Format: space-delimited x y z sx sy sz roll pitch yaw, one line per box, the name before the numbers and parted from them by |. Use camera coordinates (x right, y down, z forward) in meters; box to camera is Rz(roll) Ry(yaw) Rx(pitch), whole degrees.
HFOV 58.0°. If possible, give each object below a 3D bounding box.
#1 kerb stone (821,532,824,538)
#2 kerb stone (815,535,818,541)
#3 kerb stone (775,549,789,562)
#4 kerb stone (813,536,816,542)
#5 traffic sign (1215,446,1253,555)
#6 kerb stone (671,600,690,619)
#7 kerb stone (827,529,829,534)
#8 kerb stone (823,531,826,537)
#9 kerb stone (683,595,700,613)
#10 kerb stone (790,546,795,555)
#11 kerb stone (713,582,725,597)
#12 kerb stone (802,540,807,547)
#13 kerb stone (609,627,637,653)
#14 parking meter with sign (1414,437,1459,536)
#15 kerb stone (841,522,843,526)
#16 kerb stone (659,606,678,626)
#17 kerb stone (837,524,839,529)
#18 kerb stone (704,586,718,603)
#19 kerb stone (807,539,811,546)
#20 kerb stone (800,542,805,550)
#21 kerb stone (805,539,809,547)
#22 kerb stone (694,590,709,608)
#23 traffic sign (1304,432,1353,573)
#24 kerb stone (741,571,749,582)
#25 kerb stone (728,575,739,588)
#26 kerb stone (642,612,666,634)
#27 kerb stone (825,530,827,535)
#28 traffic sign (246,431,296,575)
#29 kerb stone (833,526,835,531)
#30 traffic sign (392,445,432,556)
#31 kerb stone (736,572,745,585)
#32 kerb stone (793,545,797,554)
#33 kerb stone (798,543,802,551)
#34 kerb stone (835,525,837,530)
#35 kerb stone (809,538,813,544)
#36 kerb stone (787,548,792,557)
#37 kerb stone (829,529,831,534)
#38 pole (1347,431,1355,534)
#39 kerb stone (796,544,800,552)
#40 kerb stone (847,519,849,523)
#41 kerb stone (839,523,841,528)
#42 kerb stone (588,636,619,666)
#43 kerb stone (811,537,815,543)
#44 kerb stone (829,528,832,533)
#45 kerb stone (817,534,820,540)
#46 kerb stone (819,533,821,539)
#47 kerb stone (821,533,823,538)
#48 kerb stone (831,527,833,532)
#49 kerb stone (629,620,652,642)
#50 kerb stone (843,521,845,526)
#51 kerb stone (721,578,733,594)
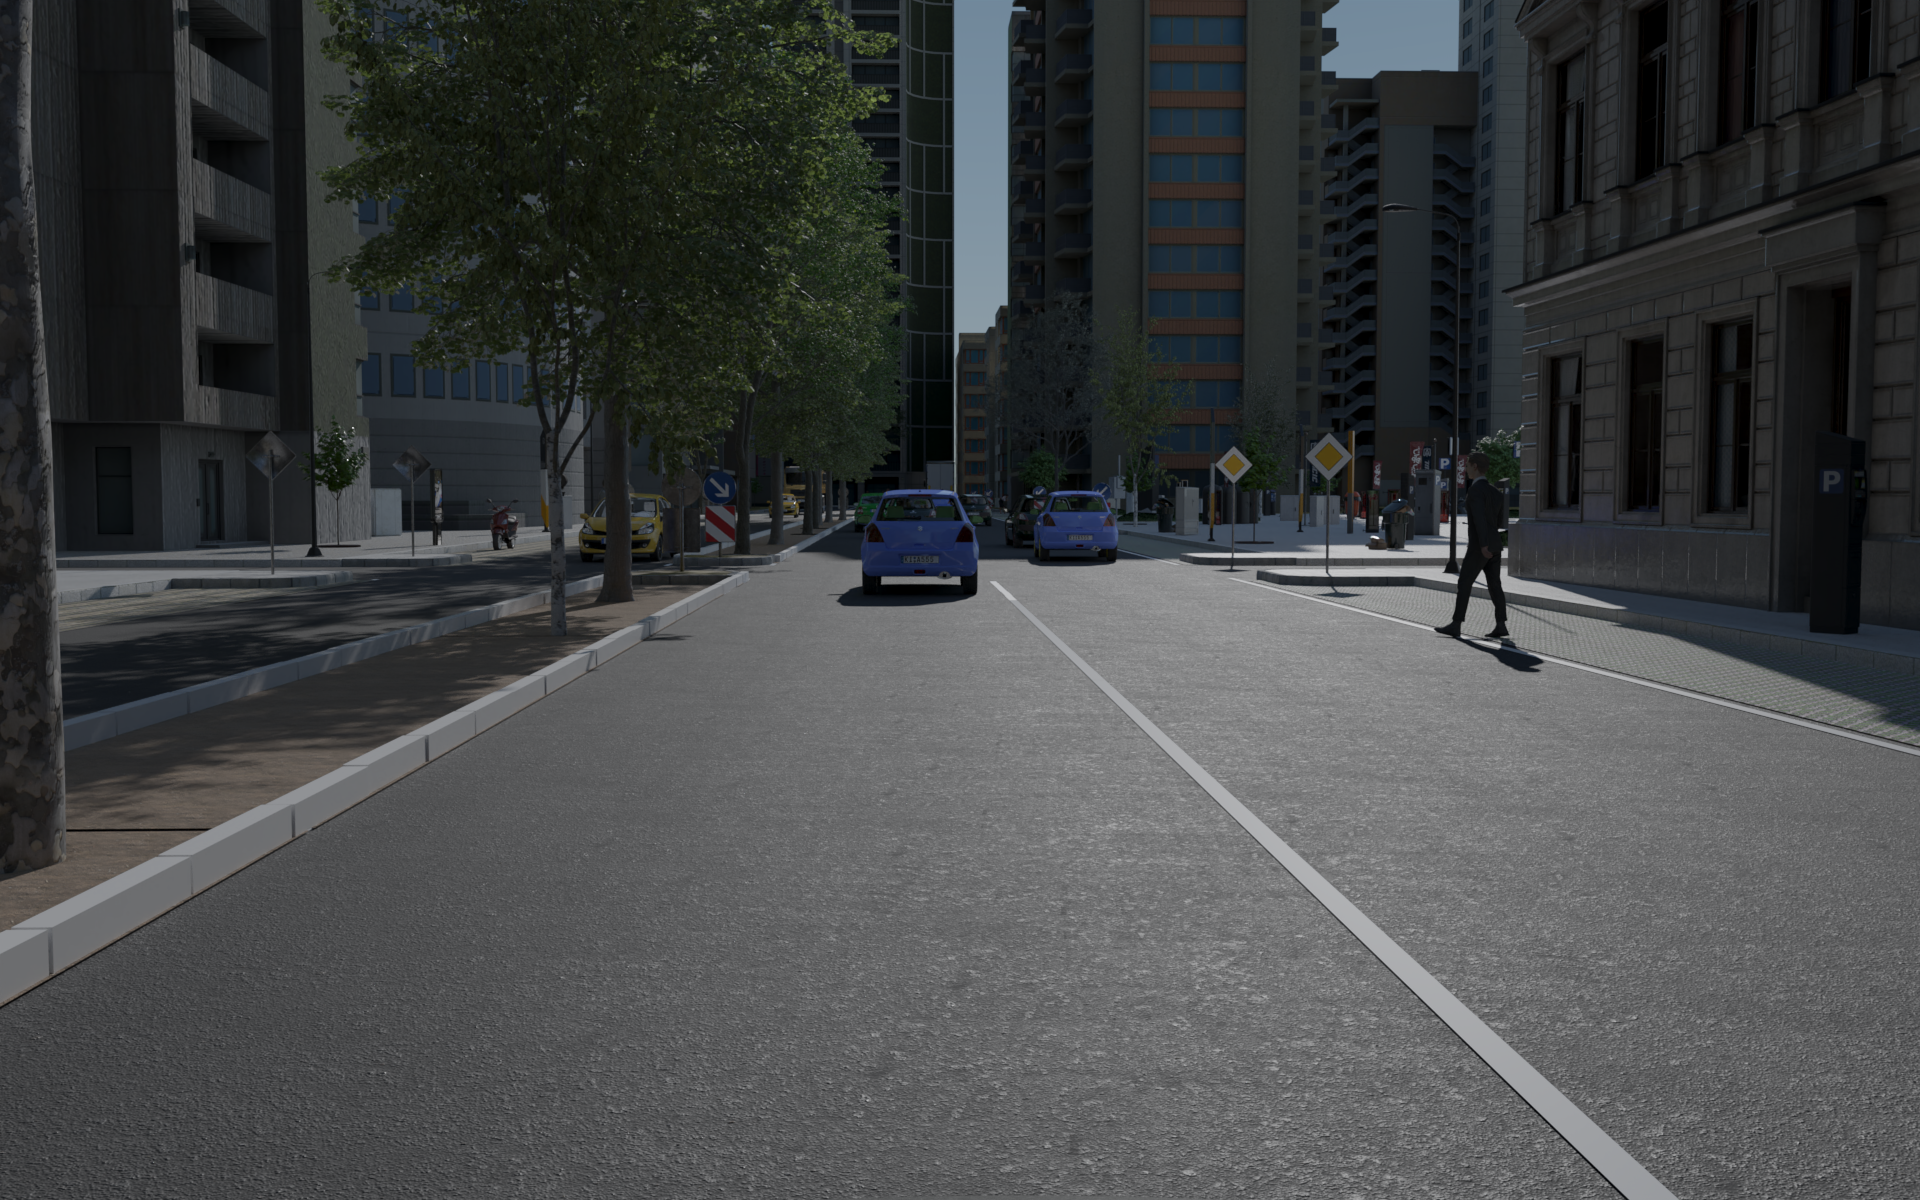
kerb stone | -4.507 -2.015 55.380 0.120 0.150 1.000 0 4 -2
kerb stone | -4.359 -1.779 51.284 0.120 0.150 1.000 0 4 -2
kerb stone | -3.897 -0.963 37.940 0.120 0.150 1.000 0 4 -2
kerb stone | -4.326 -1.713 50.249 0.120 0.150 1.000 0 4 -2
traffic sign | 5.696 -1.986 36.119 0.795 2.450 0.064 0 4 -2
kerb stone | -3.272 0.134 20.001 0.120 0.150 1.000 0 4 -2
kerb stone | -4.650 -2.280 59.475 0.120 0.150 1.000 0 4 -2
kerb stone | -4.539 -2.092 56.404 0.120 0.150 1.000 0 4 -2
kerb stone | -3.304 0.072 21.023 0.120 0.150 1.000 0 4 -2
kerb stone | -3.960 -1.089 40.001 0.120 0.150 1.000 0 4 -2
kerb stone | -3.410 -0.112 24.090 0.120 0.150 1.000 0 4 -2
kerb stone | -4.142 -1.402 45.116 0.120 0.150 1.000 0 4 -2
kerb stone | -3.127 0.386 15.887 0.120 0.150 1.000 0 4 -2
parking meter with sign | 14.538 -3.519 53.802 1.738 3.016 0.543 3 5 44
kerb stone | -5.114 -3.094 72.777 0.120 0.150 1.000 0 4 -2
kerb stone | -3.238 0.200 18.980 0.120 0.150 1.000 0 4 -2
kerb stone | -4.973 -2.844 68.689 0.120 0.150 1.000 0 4 -2
kerb stone | -3.375 -0.053 23.069 0.120 0.150 1.000 0 4 -2
kerb stone | -4.219 -1.528 47.174 0.120 0.150 1.000 0 4 -2
kerb stone | -4.111 -1.336 44.090 0.120 0.150 1.000 0 4 -2
kerb stone | -4.182 -1.465 46.147 0.120 0.150 1.000 0 4 -2
kerb stone | -3.340 0.009 22.047 0.120 0.150 1.000 0 4 -2
traffic sign | 5.975 -1.498 28.139 0.795 2.450 0.064 0 4 -2
kerb stone | -3.544 -0.367 28.193 0.120 0.150 1.000 0 4 -2
kerb stone | -3.484 -0.241 26.133 0.120 0.150 1.000 0 4 -2
kerb stone | -3.199 0.260 17.945 0.120 0.150 1.000 0 4 -2
kerb stone | -4.571 -2.155 57.425 0.120 0.150 1.000 0 4 -2
traffic sign | -10.959 -1.463 27.569 0.795 2.450 0.064 0 4 -2
kerb stone | -4.824 -2.589 64.586 0.120 0.150 1.000 0 4 -2
traffic sign | -11.238 -1.951 35.549 0.795 2.450 0.064 0 4 -2
kerb stone | -3.514 -0.300 27.163 0.120 0.150 1.000 0 4 -2
kerb stone | -4.004 -1.151 41.022 0.120 0.150 1.000 0 4 -2
kerb stone | -4.076 -1.274 43.068 0.120 0.150 1.000 0 4 -2
kerb stone | -4.892 -2.718 66.629 0.120 0.150 1.000 0 4 -2
kerb stone | -4.248 -1.591 48.200 0.120 0.150 1.000 0 4 -2
kerb stone | -3.925 -1.026 38.972 0.120 0.150 1.000 0 4 -2
kerb stone | -4.688 -2.340 60.499 0.120 0.150 1.000 0 4 -2
pole | 12.622 -3.798 55.939 0.158 3.312 0.155 0 3 0
kerb stone | -4.032 -1.211 42.044 0.120 0.150 1.000 0 4 -2
kerb stone | -5.403 -3.597 81.005 0.120 0.150 1.000 0 4 -2
kerb stone | -5.036 -2.969 70.733 0.120 0.150 1.000 0 4 -2
kerb stone | -3.085 0.451 14.857 0.120 0.150 1.000 0 4 -2
kerb stone | -4.290 -1.651 49.227 0.120 0.150 1.000 0 4 -2
kerb stone | -4.713 -2.405 61.521 0.120 0.150 1.000 0 4 -2
kerb stone | -4.399 -1.834 52.306 0.120 0.150 1.000 0 4 -2
kerb stone | -4.426 -1.904 53.330 0.120 0.150 1.000 0 4 -2
kerb stone | -4.471 -1.962 54.351 0.120 0.150 1.000 0 4 -2
kerb stone | -4.756 -2.468 62.542 0.120 0.150 1.000 0 4 -2
kerb stone | -3.168 0.331 16.913 0.120 0.150 1.000 0 4 -2
kerb stone | -5.221 -3.281 75.860 0.120 0.150 1.000 0 4 -2
kerb stone | -3.442 -0.178 25.112 0.120 0.150 1.000 0 4 -2
